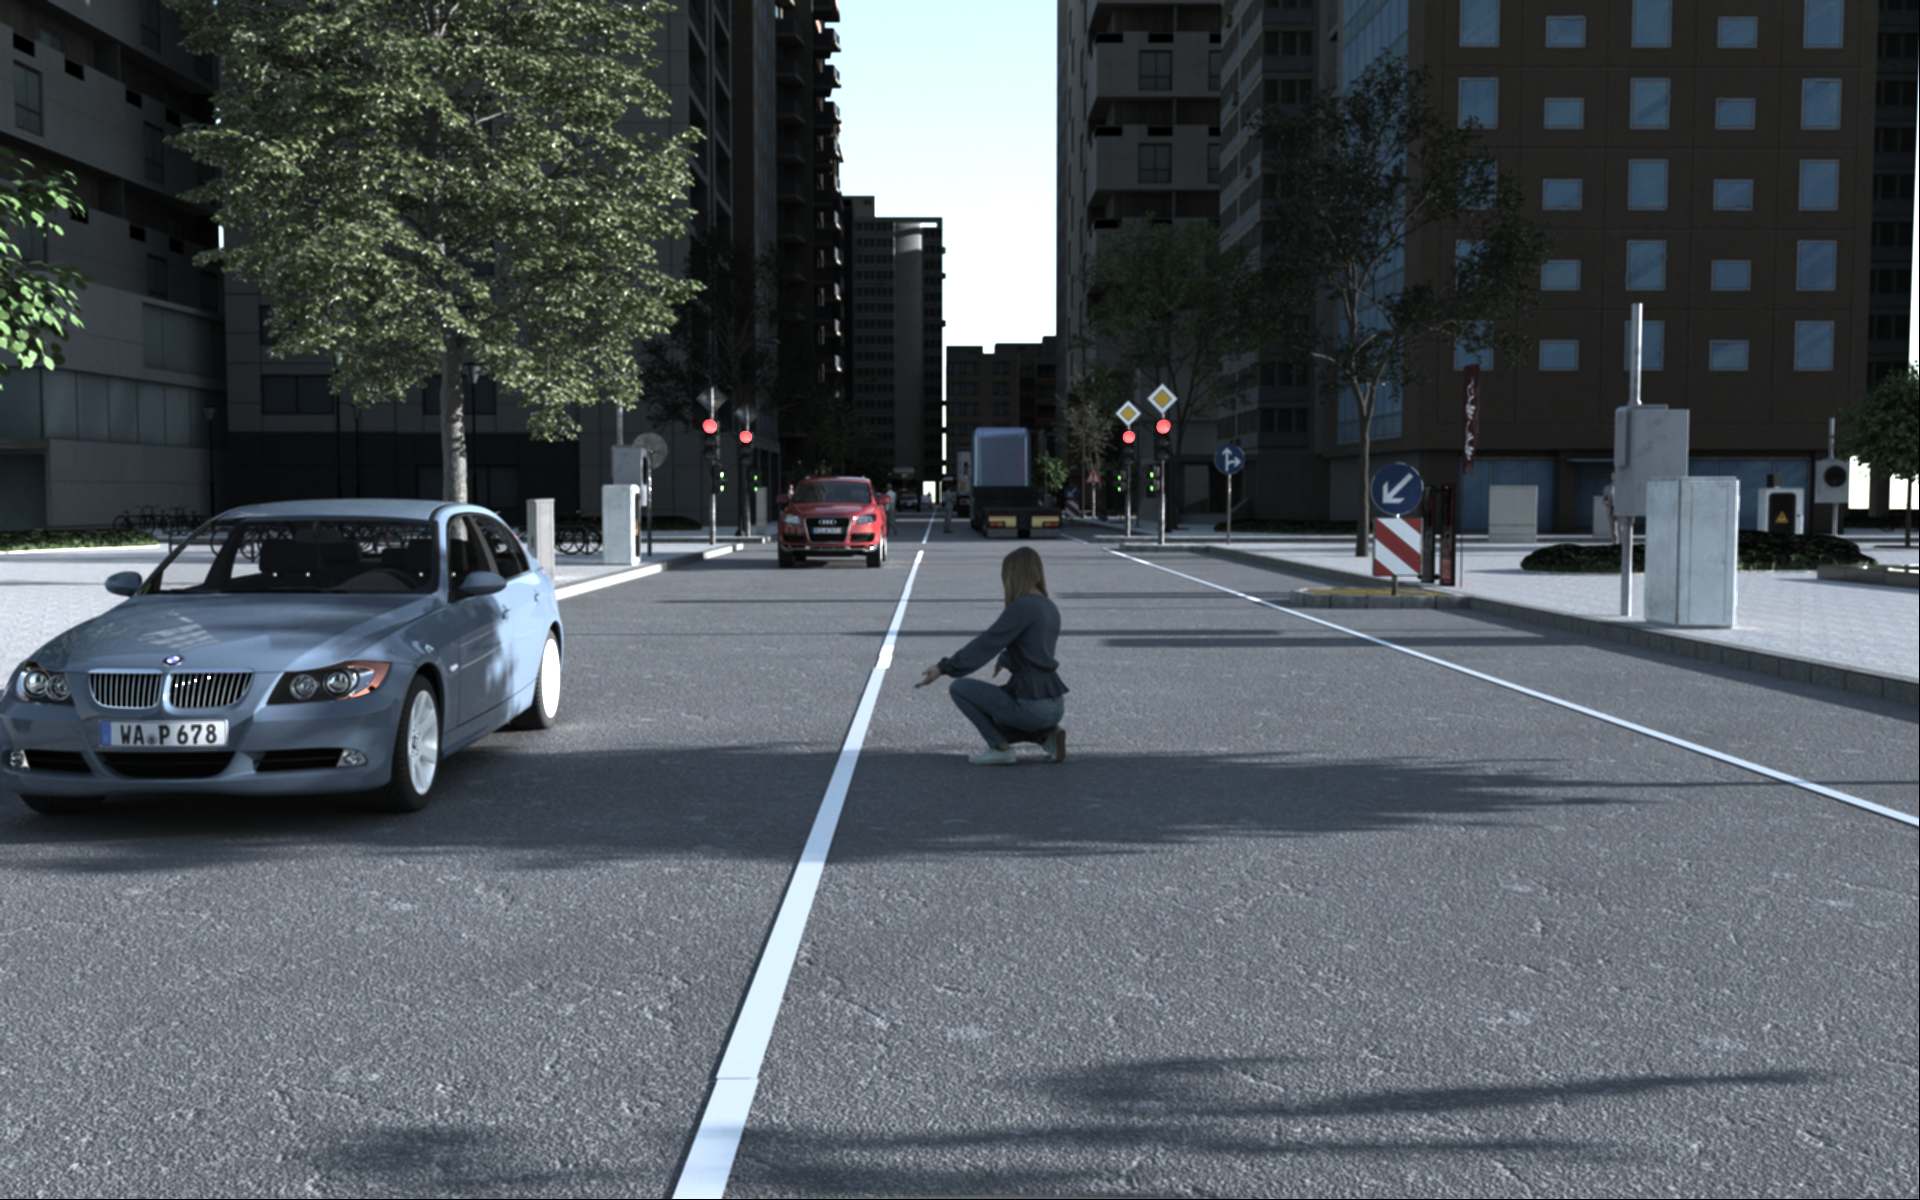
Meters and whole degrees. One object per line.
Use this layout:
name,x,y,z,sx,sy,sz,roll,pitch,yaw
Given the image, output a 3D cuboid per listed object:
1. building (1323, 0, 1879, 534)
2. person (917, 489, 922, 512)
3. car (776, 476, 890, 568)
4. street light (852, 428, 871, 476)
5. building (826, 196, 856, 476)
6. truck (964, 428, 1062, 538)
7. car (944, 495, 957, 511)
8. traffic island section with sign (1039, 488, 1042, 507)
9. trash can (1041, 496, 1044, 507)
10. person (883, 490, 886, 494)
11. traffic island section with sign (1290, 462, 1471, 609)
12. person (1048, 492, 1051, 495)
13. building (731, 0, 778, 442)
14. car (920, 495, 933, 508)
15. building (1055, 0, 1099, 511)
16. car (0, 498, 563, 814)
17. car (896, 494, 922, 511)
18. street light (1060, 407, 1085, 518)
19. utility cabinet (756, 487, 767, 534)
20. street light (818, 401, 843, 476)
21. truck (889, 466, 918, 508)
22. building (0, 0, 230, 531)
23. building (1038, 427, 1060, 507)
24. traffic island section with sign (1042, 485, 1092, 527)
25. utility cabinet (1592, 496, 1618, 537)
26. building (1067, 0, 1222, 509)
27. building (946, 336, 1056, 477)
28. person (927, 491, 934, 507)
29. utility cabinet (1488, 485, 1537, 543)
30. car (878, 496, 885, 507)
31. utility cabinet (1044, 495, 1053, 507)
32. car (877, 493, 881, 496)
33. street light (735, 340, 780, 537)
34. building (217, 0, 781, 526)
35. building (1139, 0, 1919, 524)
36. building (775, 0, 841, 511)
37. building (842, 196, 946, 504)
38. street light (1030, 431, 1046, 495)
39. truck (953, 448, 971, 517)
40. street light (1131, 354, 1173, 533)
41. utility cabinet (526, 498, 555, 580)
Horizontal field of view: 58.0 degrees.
building,21.469,-25.096,60.433,14.200,45.320,14.600,0,4,-1
person,-3.180,-7.804,136.040,0.705,1.831,1.348,0,4,-6
car,-2.557,-1.638,35.450,2.281,1.827,5.304,0,4,-1
street light,-6.978,-9.124,121.716,1.470,5.913,1.316,0,4,-1
building,-17.187,-23.909,162.610,14.160,30.474,14.107,0,4,-1
truck,1.821,-4.562,64.348,2.967,4.110,18.799,0,4,-1
car,-0.148,-6.906,125.486,1.945,1.354,3.894,0,4,-1
traffic island section with sign,4.492,-5.831,103.965,1.989,1.847,2.006,0,4,-1
trash can,6.200,-6.996,126.040,0.748,1.137,0.748,0,3,0
person,-8.486,-11.399,193.243,0.721,1.723,1.217,3,5,44
traffic island section with sign,5.379,-0.852,22.553,1.989,1.847,2.006,0,4,-1
person,6.918,-7.622,133.854,0.628,1.438,0.799,-3,5,-42
building,-19.086,-28.040,108.559,14.600,45.320,14.200,0,4,-1
car,-3.944,-10.624,186.068,2.083,1.381,4.827,0,3,0
building,15.068,-29.884,138.707,14.600,45.320,14.200,0,4,-1
car,-3.325,0.165,9.304,2.014,1.417,4.499,0,4,-1
car,-4.249,-8.115,144.485,2.131,1.459,4.920,0,4,-2
street light,6.039,-7.355,92.802,1.470,5.913,1.316,0,4,-1
utility cabinet,-6.297,-2.824,54.856,0.318,1.500,1.173,0,4,-3
street light,-6.557,-7.000,86.995,1.470,5.913,1.316,0,4,-1
truck,-5.573,-11.215,172.279,2.839,4.237,11.283,0,4,-1
building,-44.104,-29.221,66.998,27.495,52.752,28.713,0,4,-1
building,19.365,-51.828,160.056,22.319,86.520,31.000,0,4,-1
traffic island section with sign,4.793,-4.161,76.663,1.989,1.847,2.006,0,4,-1
utility cabinet,19.388,-2.470,51.553,1.020,1.237,0.306,1,4,17
building,21.328,-32.020,112.773,28.713,52.752,27.495,0,4,-1
building,12.620,-23.344,226.714,28.899,21.520,27.650,0,4,-1
person,-3.478,-11.571,197.761,1.350,1.814,0.705,3,5,44
utility cabinet,14.281,-2.206,44.740,1.173,1.500,0.318,1,4,19
car,-4.475,-4.846,91.807,1.945,1.354,3.894,0,4,-2
utility cabinet,5.968,-6.496,117.374,0.306,1.237,1.020,-1,4,-17
car,-5.073,-5.525,99.927,1.945,1.707,3.694,0,3,0
street light,-6.129,-4.880,52.330,1.470,5.913,1.316,0,4,-1
building,-18.795,-39.049,76.700,20.563,71.187,20.611,0,4,-1
building,25.157,-23.708,79.515,32.217,40.220,23.993,0,4,-1
building,-21.067,-29.728,140.683,22.147,44.769,28.867,0,4,-1
building,-13.850,-32.802,228.194,23.993,40.220,32.217,0,4,-1
street light,5.728,-9.454,127.110,1.470,5.913,1.316,0,4,-1
truck,1.028,-7.403,109.945,2.839,4.237,11.283,0,4,-1
street light,6.368,-5.192,57.430,1.470,5.913,1.316,0,4,-1
utility cabinet,-6.375,-0.925,26.291,0.306,1.237,1.020,-1,4,-21
